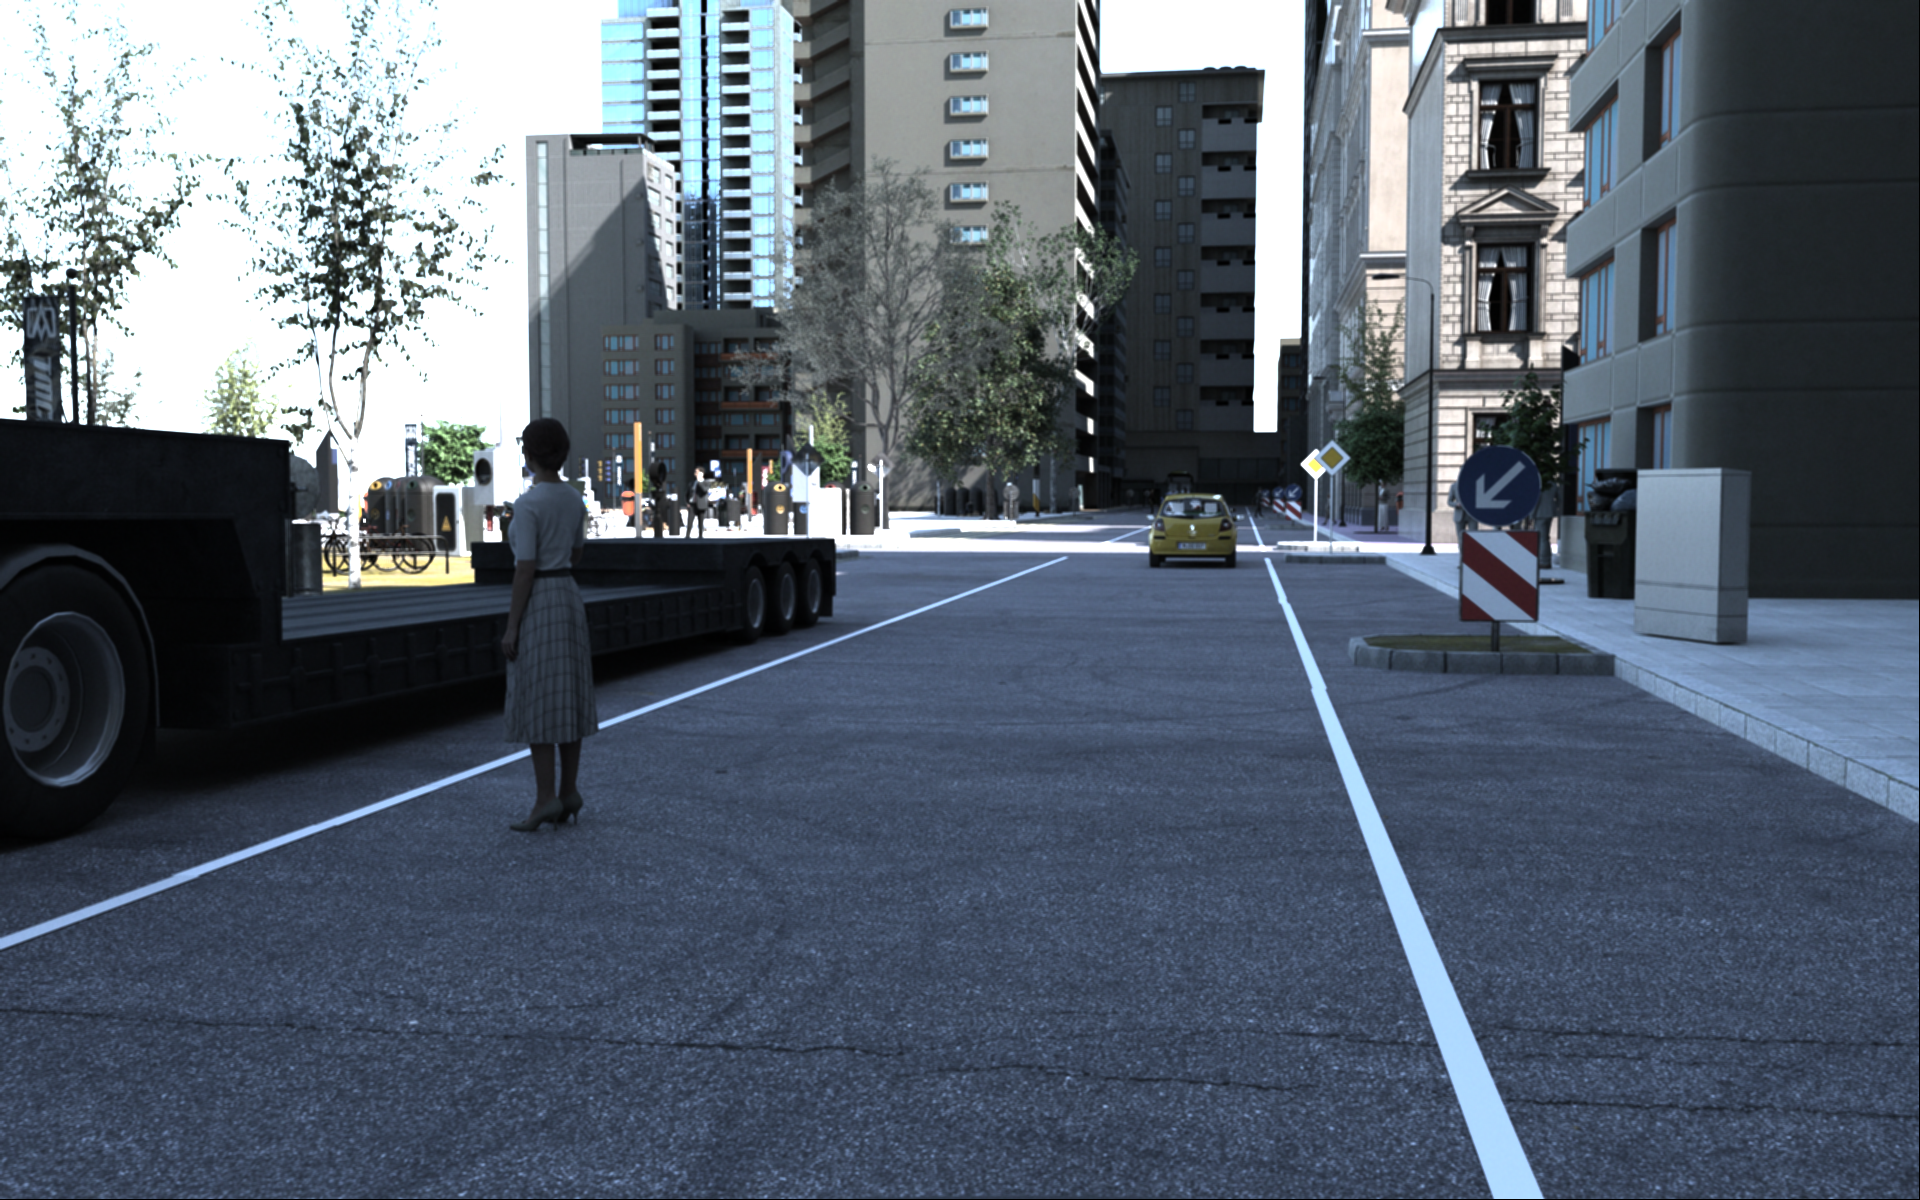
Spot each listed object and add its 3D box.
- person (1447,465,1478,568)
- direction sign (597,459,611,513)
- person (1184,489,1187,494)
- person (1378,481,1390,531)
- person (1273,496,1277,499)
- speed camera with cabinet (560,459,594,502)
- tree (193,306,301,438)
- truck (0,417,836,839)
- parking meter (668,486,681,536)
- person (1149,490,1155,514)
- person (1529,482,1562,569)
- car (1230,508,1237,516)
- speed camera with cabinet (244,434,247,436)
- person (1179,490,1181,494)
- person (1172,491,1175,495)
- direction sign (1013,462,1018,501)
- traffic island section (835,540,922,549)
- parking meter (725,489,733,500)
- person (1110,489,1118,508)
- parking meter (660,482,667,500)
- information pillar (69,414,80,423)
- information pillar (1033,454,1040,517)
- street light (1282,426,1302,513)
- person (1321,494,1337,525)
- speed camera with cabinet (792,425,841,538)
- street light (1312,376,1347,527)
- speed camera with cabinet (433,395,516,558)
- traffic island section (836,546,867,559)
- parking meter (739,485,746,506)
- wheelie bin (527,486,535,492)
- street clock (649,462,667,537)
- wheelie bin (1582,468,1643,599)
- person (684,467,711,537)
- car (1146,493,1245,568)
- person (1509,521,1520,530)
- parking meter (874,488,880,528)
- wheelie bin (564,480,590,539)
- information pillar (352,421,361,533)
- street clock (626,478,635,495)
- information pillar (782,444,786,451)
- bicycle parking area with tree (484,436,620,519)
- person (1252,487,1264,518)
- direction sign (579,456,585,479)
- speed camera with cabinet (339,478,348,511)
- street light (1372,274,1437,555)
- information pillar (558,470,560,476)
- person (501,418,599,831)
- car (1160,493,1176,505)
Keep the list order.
[{"bbox_3d":[8.673,-1.435,29.707,0.606,1.804,0.583,1,4,15],"label":"person"},{"bbox_3d":[-23.220,-7.399,112.974,0.876,3.537,0.379,-1,4,-20],"label":"direction sign"},{"bbox_3d":[16.719,-7.317,128.101,0.705,1.831,1.348,1,4,17],"label":"person"},{"bbox_3d":[14.708,-3.285,60.295,0.362,1.759,0.519,-2,4,-26],"label":"person"},{"bbox_3d":[35.516,-11.520,194.944,0.434,1.755,0.990,-1,4,-19],"label":"person"},{"bbox_3d":[-21.094,-6.136,94.655,2.038,3.252,0.660,-1,4,-22],"label":"speed camera with cabinet"},{"bbox_3d":[-28.306,-7.225,68.488,4.737,8.622,4.395,0,3,0],"label":"tree"},{"bbox_3d":[-4.304,-1.258,10.331,2.967,4.110,18.799,1,4,11],"label":"truck"},{"bbox_3d":[-8.716,-2.716,52.816,0.372,1.533,0.369,0,3,0],"label":"parking meter"},{"bbox_3d":[13.725,-7.063,124.502,0.721,1.766,1.217,1,4,11],"label":"person"},{"bbox_3d":[9.998,-1.439,29.663,0.635,1.810,0.391,-3,5,-42],"label":"person"},{"bbox_3d":[6.741,-2.366,48.477,2.009,1.686,4.222,0,4,8],"label":"car"},{"bbox_3d":[-23.949,-3.855,57.364,0.660,3.252,2.038,-2,4,-31],"label":"speed camera with cabinet"},{"bbox_3d":[22.018,-10.104,173.837,0.705,1.807,1.348,2,4,25],"label":"person"},{"bbox_3d":[16.741,-7.714,135.569,0.756,1.711,0.436,-2,4,-26],"label":"person"},{"bbox_3d":[3.243,-6.649,100.715,0.379,3.537,0.876,-1,4,-14],"label":"direction sign"},{"bbox_3d":[-2.161,-1.491,46.660,2.009,0.180,2.903,1,4,9],"label":"traffic island section"},{"bbox_3d":[-11.153,-4.606,83.713,0.372,1.533,0.369,0,3,0],"label":"parking meter"},{"bbox_3d":[14.373,-9.702,164.677,1.348,1.822,0.705,2,4,25],"label":"person"},{"bbox_3d":[-14.014,-4.646,81.666,0.255,1.863,0.399,-3,4,-36],"label":"parking meter"},{"bbox_3d":[-25.882,-3.620,50.545,0.504,3.616,0.183,-1,4,-20],"label":"information pillar"},{"bbox_3d":[4.303,-6.481,97.316,0.183,3.616,0.504,3,5,39],"label":"information pillar"},{"bbox_3d":[22.703,-8.920,118.388,1.470,5.913,1.316,1,4,9],"label":"street light"},{"bbox_3d":[15.177,-3.721,71.147,0.640,1.303,0.475,0,4,4],"label":"person"},{"bbox_3d":[-4.190,-3.447,50.700,0.660,3.252,2.038,1,4,23],"label":"speed camera with cabinet"},{"bbox_3d":[14.580,-5.858,68.312,1.470,5.913,1.316,1,4,9],"label":"street light"},{"bbox_3d":[-9.830,-2.487,35.001,2.038,3.252,0.660,3,4,38],"label":"speed camera with cabinet"},{"bbox_3d":[-3.441,-1.009,38.778,2.009,0.180,2.903,1,4,9],"label":"traffic island section"},{"bbox_3d":[-14.397,-6.672,114.801,0.399,1.863,0.255,-1,4,-19],"label":"parking meter"},{"bbox_3d":[-16.332,-3.596,66.703,0.693,1.594,0.980,3,4,39],"label":"wheelie bin"},{"bbox_3d":[-6.837,-2.120,39.232,0.358,2.002,0.471,1,4,16],"label":"street clock"},{"bbox_3d":[8.127,-0.820,21.323,0.693,1.594,0.980,-3,4,-39],"label":"wheelie bin"},{"bbox_3d":[-6.009,-2.085,39.495,0.648,1.900,0.474,0,4,2],"label":"person"},{"bbox_3d":[4.768,-1.527,35.189,2.015,1.641,3.980,1,4,9],"label":"car"},{"bbox_3d":[11.085,-1.475,34.437,0.475,1.303,0.640,3,4,39],"label":"person"},{"bbox_3d":[-3.145,-3.548,66.413,0.372,1.533,0.369,0,3,0],"label":"parking meter"},{"bbox_3d":[-8.962,-1.960,39.955,0.980,1.594,0.693,0,4,6],"label":"wheelie bin"},{"bbox_3d":[-19.360,-3.929,55.591,0.183,3.616,0.504,-2,4,-34],"label":"information pillar"},{"bbox_3d":[-14.926,-4.539,78.782,0.358,2.002,0.471,3,5,41],"label":"street clock"},{"bbox_3d":[-8.168,-5.535,81.848,0.504,3.616,0.183,-2,4,-32],"label":"information pillar"},{"bbox_3d":[-21.679,-6.220,88.698,9.016,4.147,8.231,1,4,22],"label":"bicycle parking area with tree"},{"bbox_3d":[18.262,-5.949,105.547,0.755,1.850,0.659,-1,4,-16],"label":"person"},{"bbox_3d":[-22.269,-6.729,102.016,0.379,3.537,0.876,-2,4,-32],"label":"direction sign"},{"bbox_3d":[-46.120,-8.299,130.024,2.038,3.252,0.660,0,4,1],"label":"speed camera with cabinet"},{"bbox_3d":[9.377,-3.916,36.574,1.470,5.913,1.316,1,4,9],"label":"street light"},{"bbox_3d":[-14.710,-4.355,62.557,0.504,3.616,0.183,-1,4,-9],"label":"information pillar"},{"bbox_3d":[-1.836,0.098,7.465,0.524,1.755,0.480,1,4,23],"label":"person"},{"bbox_3d":[19.859,-9.376,162.891,1.945,1.707,3.694,1,4,11],"label":"car"}]
